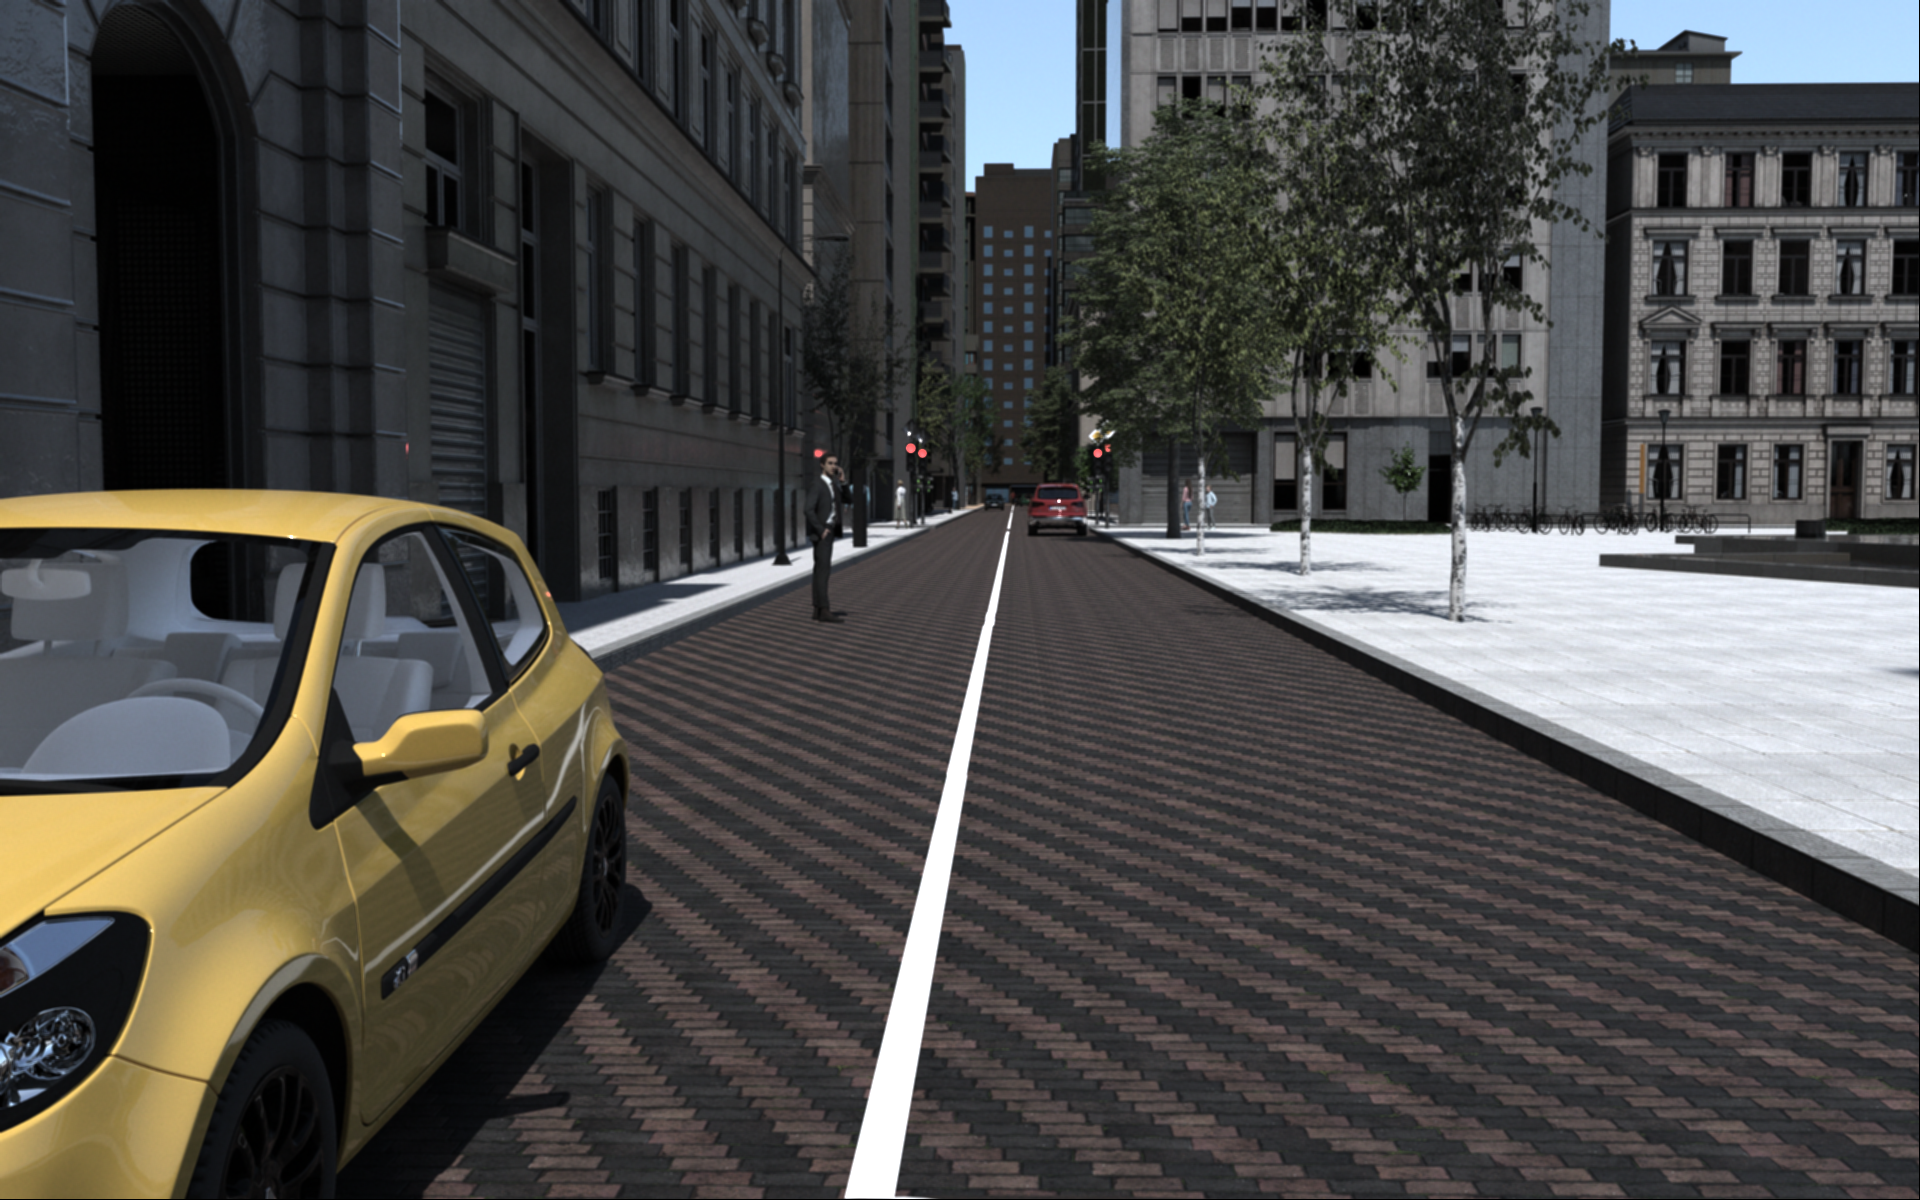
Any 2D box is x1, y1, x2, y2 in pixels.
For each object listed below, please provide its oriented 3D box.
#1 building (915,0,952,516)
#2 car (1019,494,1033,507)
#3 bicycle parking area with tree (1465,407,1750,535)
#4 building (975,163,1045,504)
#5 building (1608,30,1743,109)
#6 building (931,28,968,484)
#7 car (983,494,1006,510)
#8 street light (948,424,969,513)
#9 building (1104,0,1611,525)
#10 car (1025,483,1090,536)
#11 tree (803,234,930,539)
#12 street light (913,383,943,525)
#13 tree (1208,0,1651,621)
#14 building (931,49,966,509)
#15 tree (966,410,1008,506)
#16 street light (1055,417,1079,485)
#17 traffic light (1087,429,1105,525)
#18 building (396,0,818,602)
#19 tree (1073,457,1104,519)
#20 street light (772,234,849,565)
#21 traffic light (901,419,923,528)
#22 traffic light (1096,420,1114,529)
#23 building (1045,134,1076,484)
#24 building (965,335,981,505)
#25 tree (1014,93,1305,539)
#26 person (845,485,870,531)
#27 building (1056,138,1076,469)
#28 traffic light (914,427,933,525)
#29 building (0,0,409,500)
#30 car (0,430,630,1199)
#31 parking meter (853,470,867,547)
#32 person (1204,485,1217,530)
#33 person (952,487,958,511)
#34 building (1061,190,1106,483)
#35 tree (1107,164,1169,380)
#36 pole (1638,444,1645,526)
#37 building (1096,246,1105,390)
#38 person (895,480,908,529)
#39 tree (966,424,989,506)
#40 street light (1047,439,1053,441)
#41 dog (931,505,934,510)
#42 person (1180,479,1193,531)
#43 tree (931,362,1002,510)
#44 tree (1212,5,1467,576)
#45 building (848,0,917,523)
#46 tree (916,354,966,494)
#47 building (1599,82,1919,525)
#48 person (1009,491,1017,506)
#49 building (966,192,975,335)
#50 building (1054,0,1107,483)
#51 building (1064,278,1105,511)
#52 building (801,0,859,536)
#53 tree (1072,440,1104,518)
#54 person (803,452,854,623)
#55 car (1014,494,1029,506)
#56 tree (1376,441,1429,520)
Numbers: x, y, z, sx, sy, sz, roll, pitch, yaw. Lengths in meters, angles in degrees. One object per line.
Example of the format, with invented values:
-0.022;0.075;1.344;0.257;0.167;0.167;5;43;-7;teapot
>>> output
-11.862;-27.893;110.672;22.147;44.769;28.867;0;4;2;building
7.826;-11.481;199.507;2.131;1.459;4.920;0;4;1;car
21.509;-4.366;58.392;8.231;4.147;9.016;0;4;-6;bicycle parking area with tree
9.334;-35.909;237.220;14.200;45.320;14.600;0;4;2;building
72.728;-37.754;206.517;27.495;52.752;28.713;0;4;2;building
-6.554;-31.844;170.761;14.600;45.320;14.200;0;4;2;building
3.035;-8.760;153.013;2.009;1.686;4.222;0;4;1;car
-0.115;-8.689;114.602;1.470;5.913;1.316;0;4;2;street light
16.758;-15.863;77.381;19.932;24.808;12.078;0;4;2;building
3.420;-3.188;60.789;2.281;1.827;5.304;0;4;3;car
-3.295;-6.044;49.184;4.360;8.622;3.978;0;3;0;tree
-1.398;-6.133;72.819;1.470;5.913;1.316;0;4;2;street light
4.841;-4.086;17.173;4.360;8.622;3.978;0;3;0;tree
-6.717;-28.848;155.252;14.154;41.232;14.086;0;4;2;building
1.662;-15.759;192.065;7.601;10.594;8.767;1;4;17;tree
6.635;-8.105;105.054;1.470;5.913;1.316;0;4;2;street light
5.720;-5.101;72.327;0.839;4.253;0.868;0;4;2;traffic light
-11.516;-11.912;28.046;16.112;22.955;30.059;0;4;2;building
6.569;-5.752;88.646;1.663;3.219;1.824;0;3;0;tree
-2.676;-3.582;31.107;1.470;5.913;1.316;0;4;2;street light
-1.794;-4.626;64.562;0.839;4.253;0.868;0;4;2;traffic light
5.464;-4.613;64.346;0.839;4.253;0.868;0;4;2;traffic light
18.351;-34.590;215.656;14.600;45.320;14.200;0;4;2;building
-12.135;-22.420;211.602;28.899;21.520;27.650;0;4;2;building
6.428;-8.024;49.316;7.486;12.596;7.792;0;3;0;tree
-2.687;-2.425;45.711;0.660;1.820;0.620;-1;4;-23;person
18.251;-31.686;201.660;14.154;41.232;14.086;0;4;2;building
-1.538;-5.115;72.543;0.839;4.253;0.868;0;4;2;traffic light
-10.274;-9.724;0.791;13.314;21.916;24.055;0;4;2;building
-1.925;0.383;3.959;2.015;1.641;3.980;0;4;0;car
-2.416;-2.207;41.801;0.255;1.863;0.399;1;4;14;parking meter
8.977;-3.331;62.309;0.330;1.601;0.589;-1;4;-22;person
-0.392;-7.443;128.004;0.793;1.790;0.793;0;4;6;person
16.783;-24.170;166.874;14.160;30.474;14.107;0;4;2;building
5.238;-5.219;35.692;4.737;8.622;4.395;0;3;0;tree
27.814;-4.697;70.636;0.158;3.312;0.155;0;3;0;pole
15.885;-17.810;110.277;14.460;24.649;34.723;0;4;2;building
-2.145;-3.516;63.753;0.478;1.798;0.641;-3;4;-38;person
0.802;-14.157;181.823;4.737;8.622;4.395;0;3;0;tree
8.085;-10.660;146.832;1.470;5.913;1.316;0;4;2;street light
-2.295;-7.191;135.309;0.748;0.427;0.550;-2;4;-25;dog
7.988;-3.353;60.878;0.388;1.821;0.555;3;4;39;person
-0.358;-12.967;137.765;9.928;11.665;9.643;0;3;0;tree
5.684;-4.691;27.064;4.737;8.622;4.395;0;3;0;tree
-9.371;-24.171;78.798;14.154;41.232;14.086;0;4;2;building
-2.198;-8.548;90.123;4.737;8.622;4.395;0;3;0;tree
36.764;-12.916;75.798;19.286;19.102;10.561;0;4;2;building
6.636;-12.662;215.466;1.348;1.831;0.705;-1;4;-22;person
-12.038;-35.963;242.618;28.867;44.769;22.147;0;4;2;building
20.593;-45.568;183.291;20.563;71.187;20.611;0;4;2;building
13.741;-16.688;137.483;10.561;19.102;19.286;0;4;2;building
-16.322;-15.962;58.245;25.104;27.353;12.463;0;4;2;building
7.594;-6.611;91.800;4.285;4.588;4.351;0;3;0;tree
-1.469;-0.717;19.590;0.474;1.900;0.648;1;4;11;person
7.519;-12.088;207.417;2.009;1.686;4.222;0;3;0;car
16.195;-4.165;62.691;1.663;3.219;1.824;0;3;0;tree
